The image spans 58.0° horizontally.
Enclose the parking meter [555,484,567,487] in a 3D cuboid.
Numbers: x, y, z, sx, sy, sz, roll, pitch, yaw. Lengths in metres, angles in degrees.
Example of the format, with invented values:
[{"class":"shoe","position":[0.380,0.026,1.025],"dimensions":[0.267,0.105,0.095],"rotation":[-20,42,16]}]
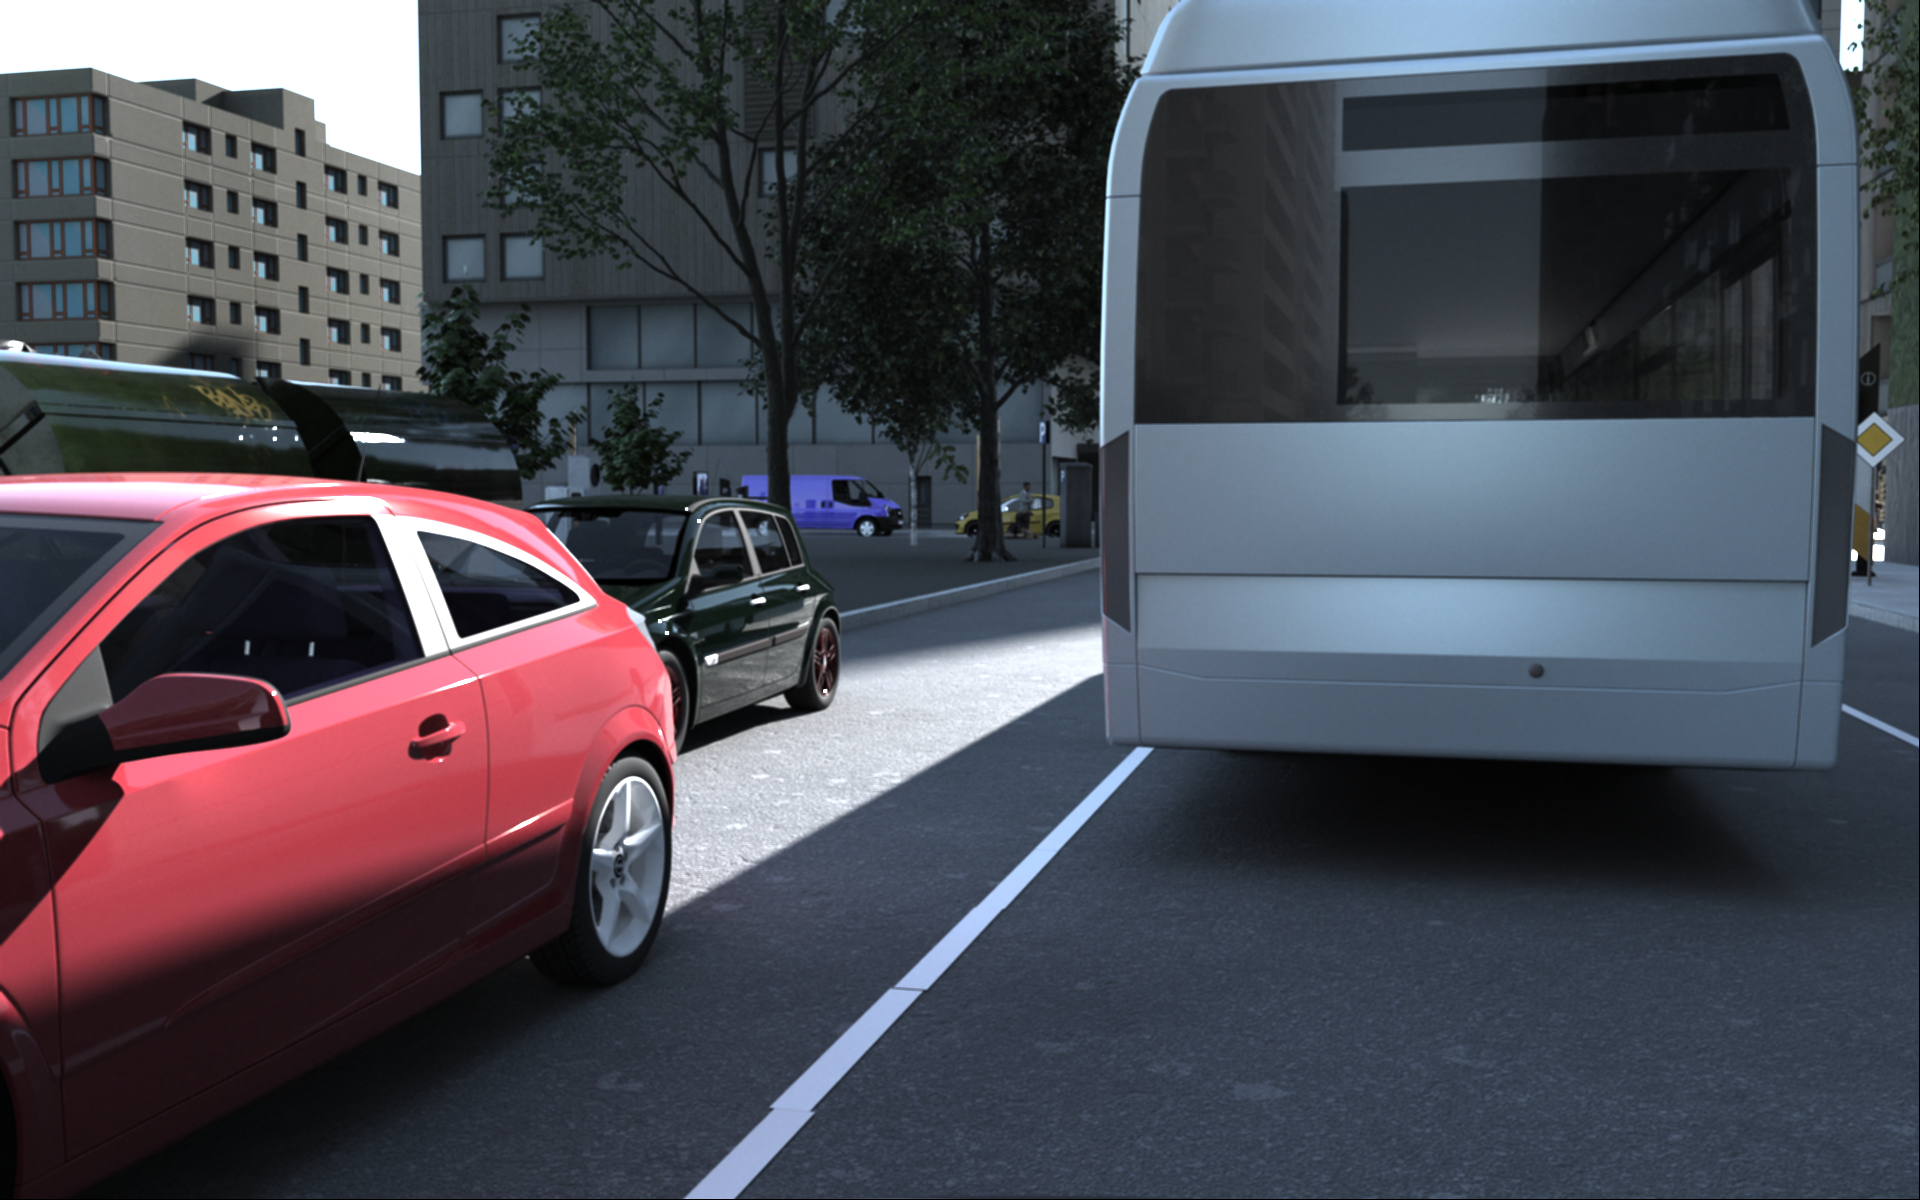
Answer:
[{"class":"parking meter","position":[-10.058,-2.148,43.539],"dimensions":[0.372,1.533,0.369],"rotation":[0,3,0]}]

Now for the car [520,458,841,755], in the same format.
[{"class":"car","position":[-2.039,-0.035,10.360],"dimensions":[2.009,1.686,4.222],"rotation":[1,4,14]}]

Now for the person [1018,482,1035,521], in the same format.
[{"class":"person","position":[2.032,-2.664,52.234],"dimensions":[0.466,1.800,0.511],"rotation":[1,4,22]}]

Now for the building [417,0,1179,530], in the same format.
[{"class":"building","position":[-4.537,-29.696,74.763],"dimensions":[28.713,52.752,27.495],"rotation":[1,4,14]}]

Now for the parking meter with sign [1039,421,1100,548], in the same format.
[{"class":"parking meter with sign","position":[2.799,-2.769,41.529],"dimensions":[1.738,3.016,0.543],"rotation":[-1,4,-16]}]

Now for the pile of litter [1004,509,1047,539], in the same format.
[{"class":"pile of litter","position":[1.701,-2.191,49.793],"dimensions":[1.176,0.858,1.719],"rotation":[-3,5,-39]}]

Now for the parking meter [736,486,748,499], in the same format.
[{"class":"parking meter","position":[-6.579,-2.686,52.321],"dimensions":[0.372,1.533,0.369],"rotation":[0,3,0]}]

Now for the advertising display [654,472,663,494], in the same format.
[{"class":"advertising display","position":[-7.650,-2.371,43.986],"dimensions":[0.123,1.923,0.974],"rotation":[0,4,-2]}]

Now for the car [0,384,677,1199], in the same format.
[{"class":"car","position":[-2.161,0.316,3.877],"dimensions":[2.155,1.783,4.494],"rotation":[1,4,14]}]

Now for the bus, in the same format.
[{"class":"bus","position":[3.444,-1.078,12.481],"dimensions":[2.948,3.499,13.247],"rotation":[1,4,15]}]

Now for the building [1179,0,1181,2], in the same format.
[{"class":"building","position":[9.228,-28.038,113.047],"dimensions":[22.147,44.769,28.867],"rotation":[1,4,14]}]

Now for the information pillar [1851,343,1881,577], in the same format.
[{"class":"information pillar","position":[14.035,-2.179,26.988],"dimensions":[0.504,3.616,0.183],"rotation":[2,4,32]}]

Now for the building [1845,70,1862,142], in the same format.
[{"class":"building","position":[91.796,-32.428,180.311],"dimensions":[14.200,45.320,14.600],"rotation":[1,4,14]}]

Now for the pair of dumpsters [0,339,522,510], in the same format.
[{"class":"pair of dumpsters","position":[-4.311,-0.471,10.200],"dimensions":[1.574,2.255,4.437],"rotation":[1,4,14]}]

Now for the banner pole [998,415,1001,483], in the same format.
[{"class":"banner pole","position":[0.861,-3.544,47.956],"dimensions":[0.401,3.779,0.863],"rotation":[3,5,42]}]

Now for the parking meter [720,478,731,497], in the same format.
[{"class":"parking meter","position":[-8.455,-3.469,62.430],"dimensions":[0.399,1.863,0.255],"rotation":[-1,4,-12]}]

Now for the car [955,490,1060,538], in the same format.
[{"class":"car","position":[1.820,-2.708,54.493],"dimensions":[3.980,1.641,2.015],"rotation":[1,4,14]}]

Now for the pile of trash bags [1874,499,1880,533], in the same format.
[{"class":"pile of trash bags","position":[29.633,-2.928,57.631],"dimensions":[3.447,1.369,1.912],"rotation":[-3,5,-44]}]

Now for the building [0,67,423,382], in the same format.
[{"class":"building","position":[-45.766,-14.815,87.272],"dimensions":[28.899,21.520,27.650],"rotation":[1,4,14]}]

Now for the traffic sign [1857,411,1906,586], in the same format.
[{"class":"traffic sign","position":[12.726,-1.406,24.179],"dimensions":[0.795,2.450,0.064],"rotation":[1,4,23]}]

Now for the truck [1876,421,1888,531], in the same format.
[{"class":"truck","position":[30.473,-3.543,46.834],"dimensions":[11.283,4.237,2.839],"rotation":[1,4,12]}]

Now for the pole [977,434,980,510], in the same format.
[{"class":"pole","position":[0.673,-3.985,59.005],"dimensions":[0.158,3.312,0.155],"rotation":[0,3,0]}]

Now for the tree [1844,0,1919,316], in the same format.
[{"class":"tree","position":[12.239,-4.280,20.334],"dimensions":[4.737,8.622,4.395],"rotation":[0,3,0]}]

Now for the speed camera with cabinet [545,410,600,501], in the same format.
[{"class":"speed camera with cabinet","position":[-9.000,-2.813,40.336],"dimensions":[0.660,3.252,2.038],"rotation":[1,4,9]}]

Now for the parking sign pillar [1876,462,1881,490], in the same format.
[{"class":"parking sign pillar","position":[48.478,-6.355,92.370],"dimensions":[1.447,3.967,1.447],"rotation":[1,4,20]}]

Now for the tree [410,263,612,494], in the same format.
[{"class":"tree","position":[-4.187,-1.216,14.477],"dimensions":[1.663,3.219,1.824],"rotation":[0,3,0]}]

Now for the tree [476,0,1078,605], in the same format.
[{"class":"tree","position":[-2.132,-5.761,19.946],"dimensions":[9.928,11.665,9.643],"rotation":[0,3,0]}]

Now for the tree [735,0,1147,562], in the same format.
[{"class":"tree","position":[0.461,-7.093,32.978],"dimensions":[9.611,12.733,9.660],"rotation":[0,3,0]}]

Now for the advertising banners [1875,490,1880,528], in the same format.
[{"class":"advertising banners","position":[34.812,-4.255,65.764],"dimensions":[0.090,3.025,2.074],"rotation":[-3,5,-42]}]

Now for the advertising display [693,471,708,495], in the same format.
[{"class":"advertising display","position":[-7.453,-2.727,49.798],"dimensions":[0.123,1.923,0.974],"rotation":[1,4,11]}]

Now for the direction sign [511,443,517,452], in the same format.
[{"class":"direction sign","position":[-16.196,-4.263,61.692],"dimensions":[0.876,3.537,0.379],"rotation":[-1,4,-19]}]

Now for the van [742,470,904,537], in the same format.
[{"class":"van","position":[-4.432,-3.157,55.996],"dimensions":[5.245,2.365,2.240],"rotation":[1,4,14]}]

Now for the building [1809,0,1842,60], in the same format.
[{"class":"building","position":[53.574,-42.440,132.139],"dimensions":[20.563,71.187,20.611],"rotation":[1,4,14]}]

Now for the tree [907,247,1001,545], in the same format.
[{"class":"tree","position":[-0.967,-5.661,42.924],"dimensions":[4.737,8.622,4.395],"rotation":[0,3,0]}]

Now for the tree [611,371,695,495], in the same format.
[{"class":"tree","position":[-5.199,-2.002,27.337],"dimensions":[1.663,3.219,1.824],"rotation":[0,3,0]}]

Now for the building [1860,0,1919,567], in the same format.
[{"class":"building","position":[24.726,-21.281,31.542],"dimensions":[14.154,41.232,14.086],"rotation":[1,4,14]}]

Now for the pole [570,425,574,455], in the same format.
[{"class":"pole","position":[-10.887,-3.367,48.893],"dimensions":[0.158,3.312,0.155],"rotation":[0,3,0]}]
